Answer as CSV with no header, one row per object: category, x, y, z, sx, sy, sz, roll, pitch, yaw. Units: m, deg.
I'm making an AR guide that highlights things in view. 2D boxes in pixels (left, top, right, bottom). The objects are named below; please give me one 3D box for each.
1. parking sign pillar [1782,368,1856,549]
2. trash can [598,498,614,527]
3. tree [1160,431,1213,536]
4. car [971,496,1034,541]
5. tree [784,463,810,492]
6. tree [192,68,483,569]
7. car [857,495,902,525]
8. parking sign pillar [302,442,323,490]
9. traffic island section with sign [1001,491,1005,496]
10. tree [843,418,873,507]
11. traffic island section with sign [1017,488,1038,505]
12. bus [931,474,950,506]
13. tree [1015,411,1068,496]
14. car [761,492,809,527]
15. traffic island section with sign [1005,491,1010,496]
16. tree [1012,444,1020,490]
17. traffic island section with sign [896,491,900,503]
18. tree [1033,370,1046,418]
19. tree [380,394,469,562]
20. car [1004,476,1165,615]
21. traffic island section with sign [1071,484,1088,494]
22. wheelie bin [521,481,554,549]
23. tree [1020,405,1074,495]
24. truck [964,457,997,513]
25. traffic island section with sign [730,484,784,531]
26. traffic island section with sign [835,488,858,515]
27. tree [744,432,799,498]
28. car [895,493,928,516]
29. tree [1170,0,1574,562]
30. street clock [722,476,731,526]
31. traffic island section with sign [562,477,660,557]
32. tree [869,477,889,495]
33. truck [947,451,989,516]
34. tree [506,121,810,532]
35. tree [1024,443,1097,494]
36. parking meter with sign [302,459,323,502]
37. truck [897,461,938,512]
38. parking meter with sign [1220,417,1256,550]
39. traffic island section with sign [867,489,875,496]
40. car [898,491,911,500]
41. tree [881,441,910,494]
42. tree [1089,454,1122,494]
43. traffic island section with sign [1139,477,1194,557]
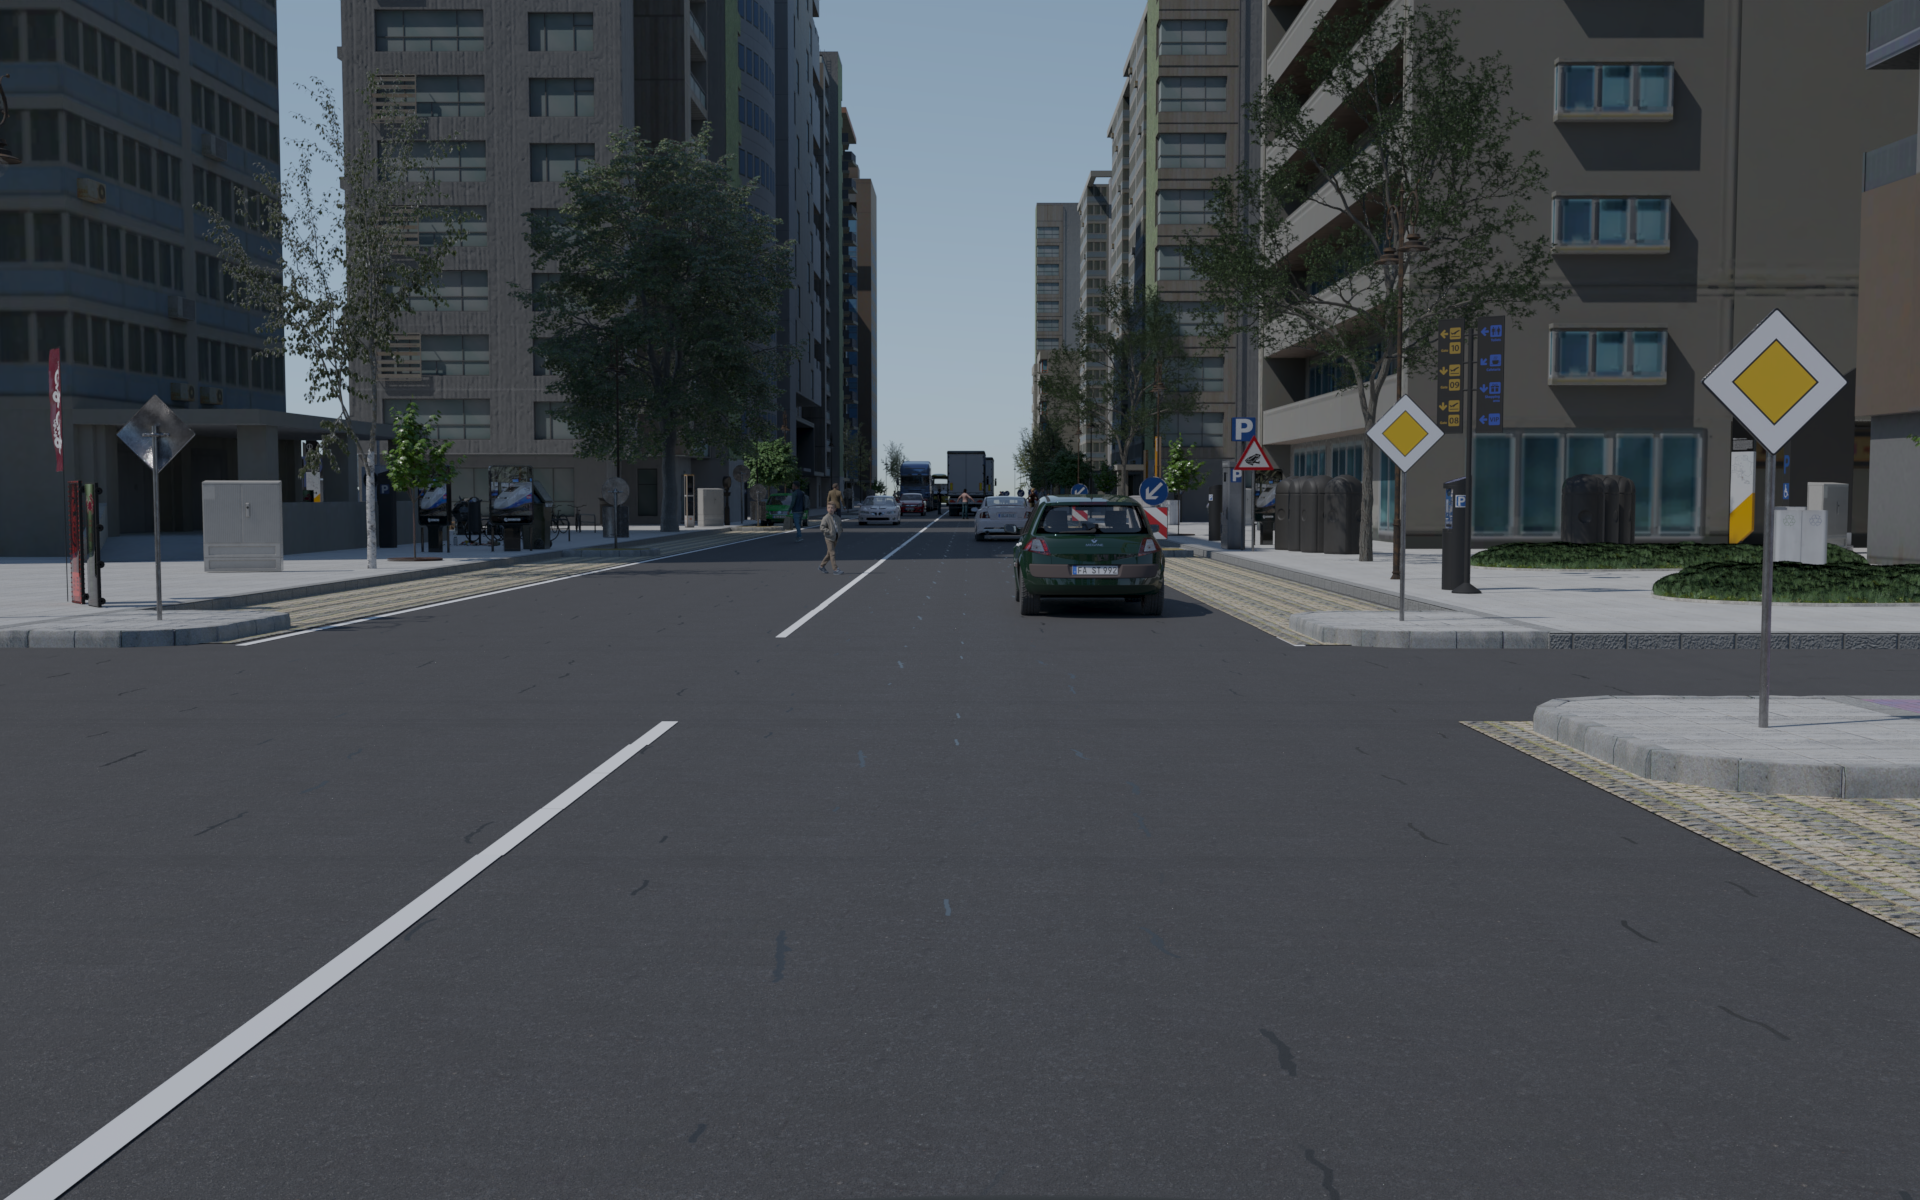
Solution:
parking sign pillar,18.434,-2.980,37.194,1.447,3.967,1.447,0,4,7
trash can,-13.786,-3.430,67.741,0.748,1.137,0.748,0,3,0
tree,6.715,-3.596,53.399,1.663,3.219,1.824,0,3,0
car,1.394,-2.544,53.957,2.083,1.381,4.827,0,3,0
tree,-9.893,-6.786,105.550,1.663,3.219,1.824,0,3,0
tree,-10.355,-4.842,29.536,4.360,8.622,3.978,0,3,0
car,-3.760,-4.215,81.275,2.083,1.381,4.827,0,4,0
parking sign pillar,-33.211,-6.159,89.179,1.447,3.967,1.447,0,4,2
traffic island section with sign,5.488,-13.358,227.031,1.989,1.847,2.006,0,4,0
tree,-10.338,-13.286,167.593,4.360,8.622,3.978,0,3,0
traffic island section with sign,4.786,-6.630,117.025,1.989,1.847,2.006,0,4,0
bus,-2.363,-13.449,211.435,2.896,3.916,12.252,0,4,2
tree,7.153,-12.128,148.647,4.360,8.622,3.978,0,3,0
car,-7.597,-4.058,75.137,1.959,1.807,4.718,0,3,0
traffic island section with sign,4.953,-8.312,144.528,1.989,1.847,2.006,0,4,0
tree,7.500,-14.144,181.623,4.737,8.622,4.395,0,3,0
traffic island section with sign,-7.007,-11.717,200.204,1.989,1.847,2.006,0,4,0
tree,6.689,-8.456,72.663,8.767,10.594,7.601,2,4,29
tree,-10.522,-2.355,33.111,1.663,3.219,1.824,0,3,0
car,1.566,-0.738,21.854,2.009,1.686,4.222,0,4,1
traffic island section with sign,4.479,-3.576,67.090,1.989,1.847,2.006,0,4,0
wheelie bin,-9.893,-1.982,40.309,0.693,1.594,0.980,0,4,4
tree,7.282,-11.571,139.544,4.737,8.622,4.395,0,3,0
truck,1.440,-9.031,136.565,2.839,4.237,11.283,0,4,2
traffic island section with sign,-7.851,-3.598,67.461,1.989,1.847,2.006,0,4,0
traffic island section with sign,-7.530,-6.640,117.199,1.989,1.847,2.006,0,4,0
tree,-9.847,-6.471,89.513,4.285,4.588,4.351,0,3,0
car,-3.193,-6.437,114.293,2.155,1.783,4.494,0,4,1
tree,7.479,-5.994,32.416,8.767,10.594,7.601,3,5,42
street clock,-9.459,-4.022,70.334,0.358,2.002,0.471,1,4,11
traffic island section with sign,-8.017,-1.924,40.088,1.989,1.847,2.006,0,4,0
tree,-9.438,-12.154,193.317,1.663,3.219,1.824,0,3,0
truck,0.510,-7.852,117.296,2.839,4.237,11.283,0,4,1
tree,-9.990,-9.289,58.525,9.857,13.997,8.962,0,3,0
tree,7.150,-7.813,111.456,4.285,4.588,4.351,0,3,0
parking meter with sign,-31.407,-5.440,85.197,1.738,3.016,0.543,-1,4,-20
truck,-3.368,-9.623,147.092,2.967,4.110,18.799,0,4,2
parking meter with sign,6.383,-2.686,40.182,0.543,3.016,1.738,0,4,-3
traffic island section with sign,-7.356,-8.317,144.615,1.989,1.847,2.006,0,4,0
car,-3.756,-7.439,131.412,2.009,1.686,4.222,0,4,-2
tree,-8.892,-18.321,249.905,4.737,8.622,4.395,0,3,0
tree,7.026,-5.494,84.422,1.663,3.219,1.824,0,3,0
traffic island section with sign,4.305,-1.927,40.135,1.989,1.847,2.006,0,4,0
